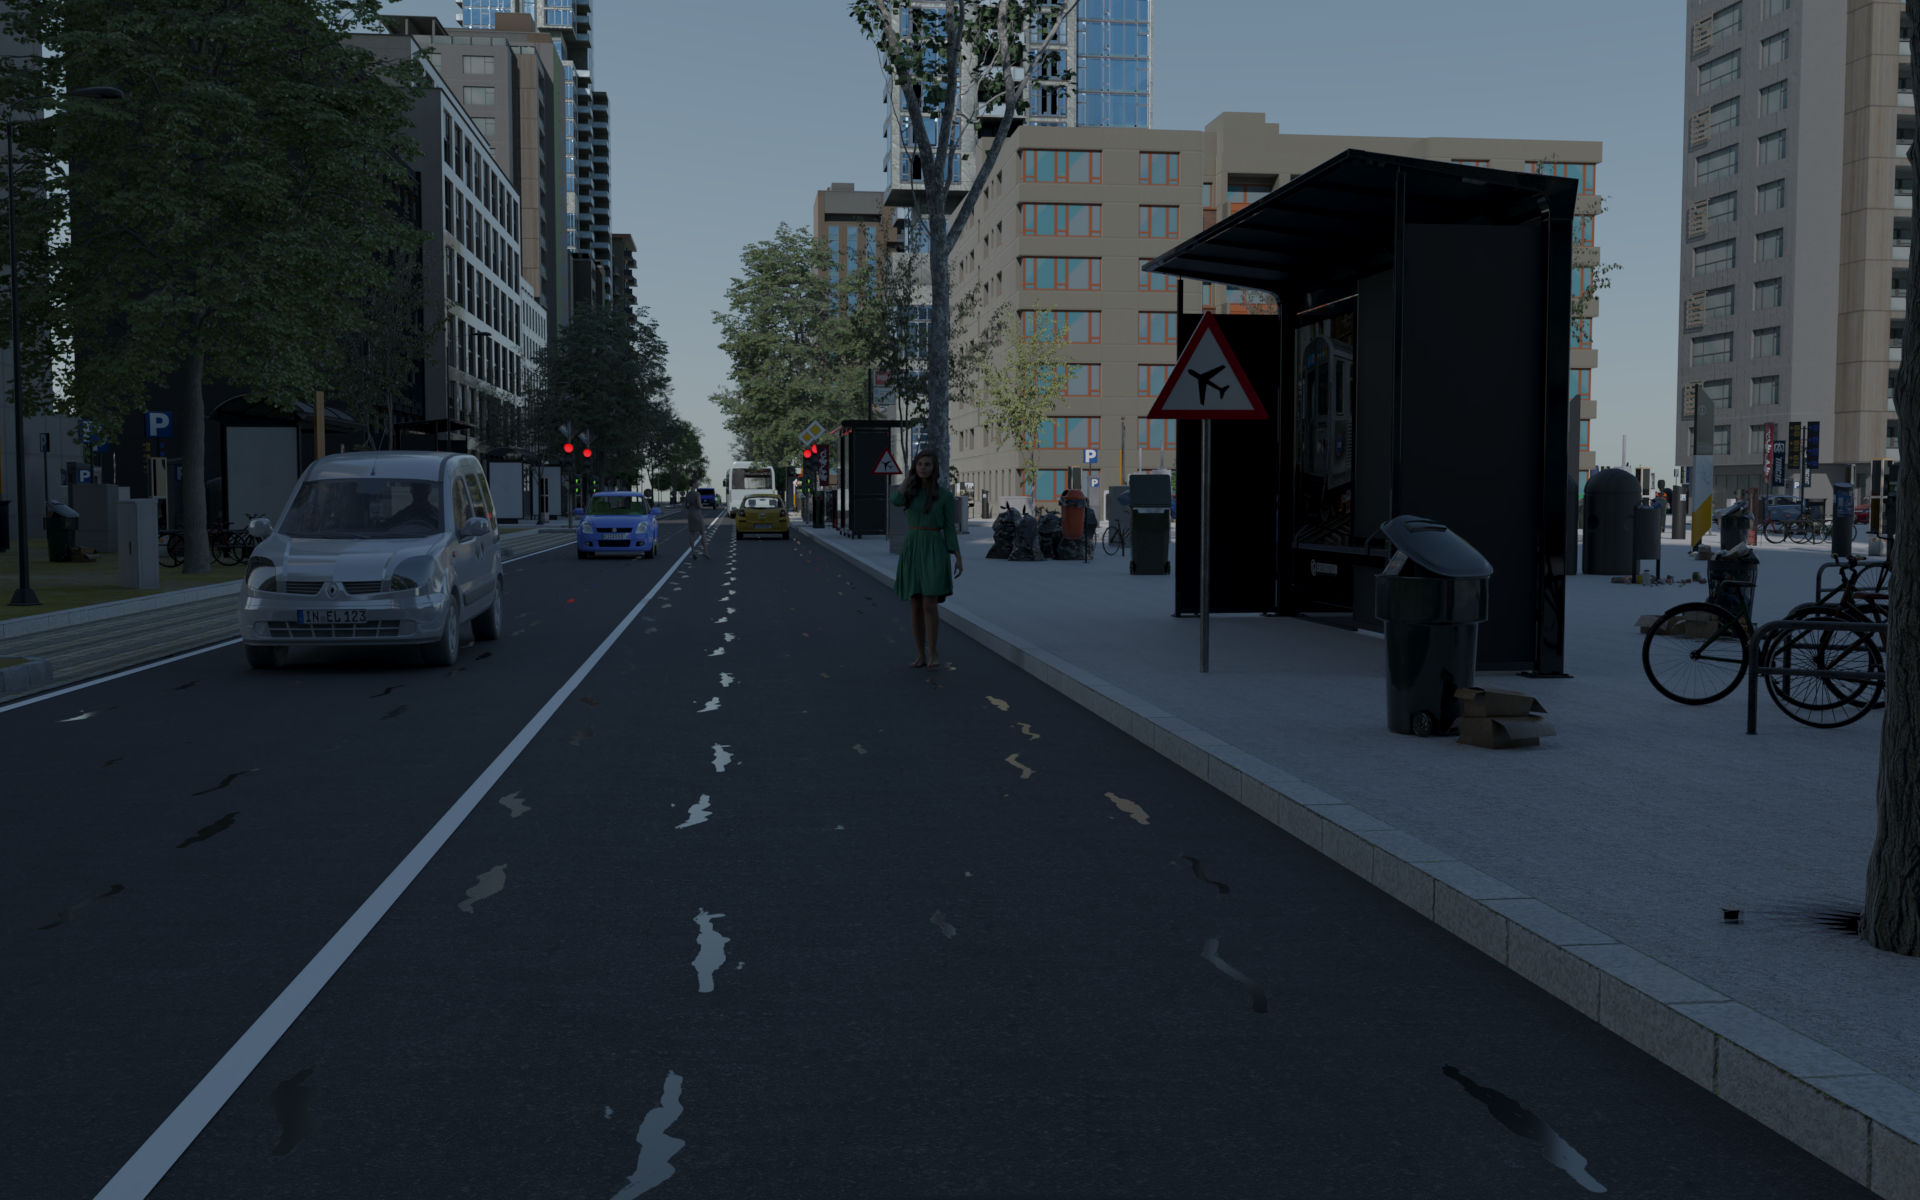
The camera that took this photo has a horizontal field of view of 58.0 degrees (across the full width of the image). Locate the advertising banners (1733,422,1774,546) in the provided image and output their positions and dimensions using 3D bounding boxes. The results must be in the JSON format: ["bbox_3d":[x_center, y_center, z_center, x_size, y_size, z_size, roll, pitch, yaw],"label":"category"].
[{"bbox_3d":[19.657,-2.858,42.919,0.090,3.025,2.074,0,4,1],"label":"advertising banners"}]

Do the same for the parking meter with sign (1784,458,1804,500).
[{"bbox_3d":[40.214,-5.345,83.654,0.543,3.016,1.738,-1,4,-9],"label":"parking meter with sign"}]

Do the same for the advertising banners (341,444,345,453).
[{"bbox_3d":[-21.815,-3.954,60.828,0.090,3.025,2.074,-2,4,-30],"label":"advertising banners"}]

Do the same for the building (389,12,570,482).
[{"bbox_3d":[-45.197,-31.522,165.496,14.600,45.320,14.200,0,4,-7],"label":"building"}]

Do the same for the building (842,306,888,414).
[{"bbox_3d":[2.921,-20.215,175.547,27.650,21.520,28.899,0,4,-7],"label":"building"}]

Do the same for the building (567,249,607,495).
[{"bbox_3d":[-49.374,-26.461,204.341,14.160,30.474,14.107,0,4,-7],"label":"building"}]

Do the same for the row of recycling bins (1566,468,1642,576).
[{"bbox_3d":[9.068,-1.266,27.806,3.534,1.692,1.069,1,4,10],"label":"row of recycling bins"}]

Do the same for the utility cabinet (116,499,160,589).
[{"bbox_3d":[-11.284,-0.770,23.756,0.306,1.237,1.020,-3,4,-39],"label":"utility cabinet"}]

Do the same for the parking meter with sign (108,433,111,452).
[{"bbox_3d":[-24.405,-3.194,48.476,0.543,3.016,1.738,0,4,-3],"label":"parking meter with sign"}]

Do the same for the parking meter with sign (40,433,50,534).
[{"bbox_3d":[-25.509,-3.288,50.021,0.543,3.016,1.738,3,5,44],"label":"parking meter with sign"}]

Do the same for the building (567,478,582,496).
[{"bbox_3d":[-56.504,-30.064,183.426,32.217,40.220,23.993,0,4,-7],"label":"building"}]

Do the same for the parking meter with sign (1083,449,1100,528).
[{"bbox_3d":[5.083,-4.278,66.213,0.543,3.016,1.738,0,4,-3],"label":"parking meter with sign"}]

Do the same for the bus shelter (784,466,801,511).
[{"bbox_3d":[-11.980,-8.237,128.604,2.014,3.302,5.546,0,4,-7],"label":"bus shelter"}]

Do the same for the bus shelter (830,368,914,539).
[{"bbox_3d":[-2.820,-4.615,53.087,2.179,5.291,8.768,0,4,-7],"label":"bus shelter"}]

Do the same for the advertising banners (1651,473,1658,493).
[{"bbox_3d":[57.790,-8.998,143.304,2.074,3.025,0.090,-2,4,-31],"label":"advertising banners"}]

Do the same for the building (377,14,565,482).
[{"bbox_3d":[-42.706,-28.631,151.707,14.154,41.232,14.086,0,4,-7],"label":"building"}]

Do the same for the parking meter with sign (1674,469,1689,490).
[{"bbox_3d":[50.169,-7.534,119.436,0.543,3.016,1.738,-3,5,-41],"label":"parking meter with sign"}]

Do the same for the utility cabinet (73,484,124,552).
[{"bbox_3d":[-18.925,-1.792,37.979,1.173,1.500,0.318,2,4,29],"label":"utility cabinet"}]

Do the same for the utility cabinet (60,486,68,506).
[{"bbox_3d":[-23.646,-2.335,46.849,1.173,1.500,0.318,-2,4,-24],"label":"utility cabinet"}]

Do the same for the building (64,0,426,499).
[{"bbox_3d":[-34.068,-15.611,84.925,12.332,23.373,15.834,0,4,-7],"label":"building"}]

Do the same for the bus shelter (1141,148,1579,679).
[{"bbox_3d":[3.109,-1.451,15.003,1.731,3.624,6.357,0,4,-7],"label":"bus shelter"}]

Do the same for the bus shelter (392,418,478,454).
[{"bbox_3d":[-17.066,-3.997,56.632,1.731,3.624,6.357,0,4,-7],"label":"bus shelter"}]

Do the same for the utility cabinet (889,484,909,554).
[{"bbox_3d":[-1.042,-1.707,36.584,0.318,1.500,1.173,-3,4,-38],"label":"utility cabinet"}]

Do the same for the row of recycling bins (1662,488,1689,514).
[{"bbox_3d":[46.579,-6.352,110.970,1.069,1.692,3.534,-3,5,-40],"label":"row of recycling bins"}]

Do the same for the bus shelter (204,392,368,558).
[{"bbox_3d":[-14.320,-2.645,37.177,2.014,3.302,5.546,0,4,-7],"label":"bus shelter"}]

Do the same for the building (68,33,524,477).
[{"bbox_3d":[-39.774,-18.680,109.937,19.350,26.468,34.151,0,4,-7],"label":"building"}]

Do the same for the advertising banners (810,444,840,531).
[{"bbox_3d":[-4.556,-4.182,64.563,2.074,3.025,0.090,-1,4,-14],"label":"advertising banners"}]

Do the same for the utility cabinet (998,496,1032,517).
[{"bbox_3d":[1.539,-2.250,47.944,1.020,1.237,0.306,-3,5,-42],"label":"utility cabinet"}]

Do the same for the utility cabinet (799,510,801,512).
[{"bbox_3d":[-12.584,-7.476,133.401,0.306,1.237,1.020,2,4,32],"label":"utility cabinet"}]

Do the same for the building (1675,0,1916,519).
[{"bbox_3d":[48.876,-25.029,92.813,14.086,41.232,14.154,0,4,-7],"label":"building"}]

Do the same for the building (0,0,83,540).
[{"bbox_3d":[-36.119,-36.820,40.264,20.611,71.187,20.563,0,4,-7],"label":"building"}]

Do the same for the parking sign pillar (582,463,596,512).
[{"bbox_3d":[-24.952,-7.892,117.504,1.447,3.967,1.447,-1,4,-21],"label":"parking sign pillar"}]

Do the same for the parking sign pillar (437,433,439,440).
[{"bbox_3d":[-22.047,-5.101,71.867,1.447,3.967,1.447,2,4,26],"label":"parking sign pillar"}]

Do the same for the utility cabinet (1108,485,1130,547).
[{"bbox_3d":[3.995,-2.020,41.713,0.318,1.500,1.173,-2,4,-26],"label":"utility cabinet"}]

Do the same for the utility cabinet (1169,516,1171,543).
[{"bbox_3d":[5.260,-2.105,45.572,0.306,1.237,1.020,-1,4,-11],"label":"utility cabinet"}]

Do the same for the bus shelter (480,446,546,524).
[{"bbox_3d":[-19.729,-5.043,76.369,2.014,3.302,5.546,0,4,-7],"label":"bus shelter"}]

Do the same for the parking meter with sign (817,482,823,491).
[{"bbox_3d":[-8.707,-6.755,106.699,1.738,3.016,0.543,3,5,41],"label":"parking meter with sign"}]

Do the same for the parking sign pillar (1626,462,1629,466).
[{"bbox_3d":[56.018,-9.643,146.136,1.447,3.967,1.447,2,4,34],"label":"parking sign pillar"}]

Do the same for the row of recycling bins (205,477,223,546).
[{"bbox_3d":[-17.926,-2.219,43.394,1.069,1.692,3.534,0,4,-4],"label":"row of recycling bins"}]

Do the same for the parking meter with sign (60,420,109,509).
[{"bbox_3d":[-20.992,-2.760,41.394,0.543,3.016,1.738,-3,5,-43],"label":"parking meter with sign"}]

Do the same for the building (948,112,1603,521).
[{"bbox_3d":[15.364,-15.415,97.075,28.899,21.520,27.650,0,4,-7],"label":"building"}]

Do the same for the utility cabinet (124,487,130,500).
[{"bbox_3d":[-26.264,-2.743,53.523,0.318,1.500,1.173,2,4,28],"label":"utility cabinet"}]

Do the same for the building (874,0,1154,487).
[{"bbox_3d":[2.777,-50.164,132.860,22.319,86.520,31.000,0,4,-7],"label":"building"}]

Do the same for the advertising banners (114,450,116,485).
[{"bbox_3d":[-34.165,-4.520,70.089,0.090,3.025,2.074,-2,4,-25],"label":"advertising banners"}]

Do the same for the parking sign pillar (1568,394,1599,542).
[{"bbox_3d":[16.112,-3.556,46.613,1.447,3.967,1.447,-3,4,-37],"label":"parking sign pillar"}]

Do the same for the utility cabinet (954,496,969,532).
[{"bbox_3d":[-0.132,-2.929,59.045,0.306,1.237,1.020,-3,4,-37],"label":"utility cabinet"}]

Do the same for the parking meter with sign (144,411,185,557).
[{"bbox_3d":[-16.337,-2.434,36.060,1.738,3.016,0.543,3,5,44],"label":"parking meter with sign"}]

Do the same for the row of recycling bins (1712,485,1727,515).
[{"bbox_3d":[34.900,-4.466,80.134,1.069,1.692,3.534,2,4,29],"label":"row of recycling bins"}]

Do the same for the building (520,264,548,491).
[{"bbox_3d":[-38.612,-17.198,135.937,10.420,20.320,16.860,0,4,-7],"label":"building"}]
